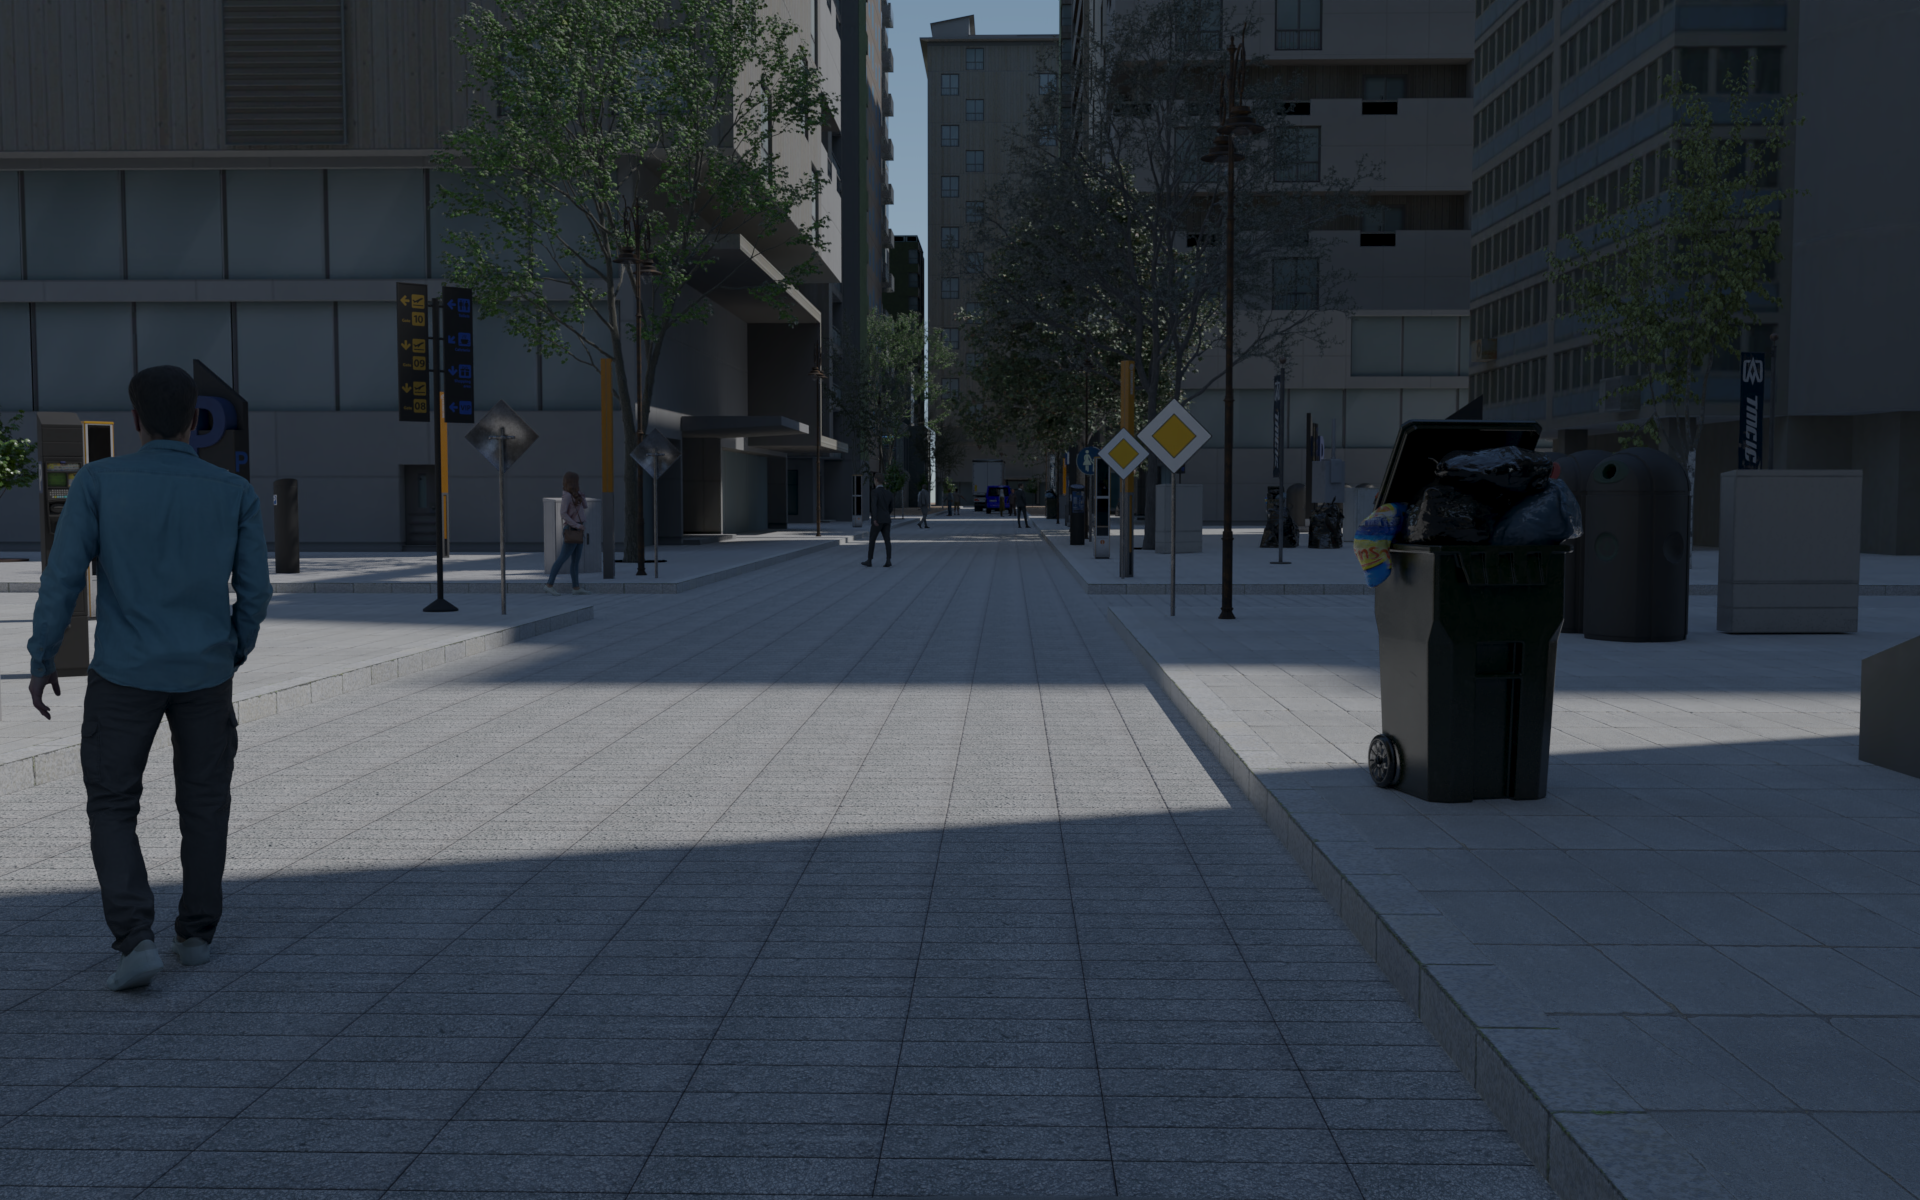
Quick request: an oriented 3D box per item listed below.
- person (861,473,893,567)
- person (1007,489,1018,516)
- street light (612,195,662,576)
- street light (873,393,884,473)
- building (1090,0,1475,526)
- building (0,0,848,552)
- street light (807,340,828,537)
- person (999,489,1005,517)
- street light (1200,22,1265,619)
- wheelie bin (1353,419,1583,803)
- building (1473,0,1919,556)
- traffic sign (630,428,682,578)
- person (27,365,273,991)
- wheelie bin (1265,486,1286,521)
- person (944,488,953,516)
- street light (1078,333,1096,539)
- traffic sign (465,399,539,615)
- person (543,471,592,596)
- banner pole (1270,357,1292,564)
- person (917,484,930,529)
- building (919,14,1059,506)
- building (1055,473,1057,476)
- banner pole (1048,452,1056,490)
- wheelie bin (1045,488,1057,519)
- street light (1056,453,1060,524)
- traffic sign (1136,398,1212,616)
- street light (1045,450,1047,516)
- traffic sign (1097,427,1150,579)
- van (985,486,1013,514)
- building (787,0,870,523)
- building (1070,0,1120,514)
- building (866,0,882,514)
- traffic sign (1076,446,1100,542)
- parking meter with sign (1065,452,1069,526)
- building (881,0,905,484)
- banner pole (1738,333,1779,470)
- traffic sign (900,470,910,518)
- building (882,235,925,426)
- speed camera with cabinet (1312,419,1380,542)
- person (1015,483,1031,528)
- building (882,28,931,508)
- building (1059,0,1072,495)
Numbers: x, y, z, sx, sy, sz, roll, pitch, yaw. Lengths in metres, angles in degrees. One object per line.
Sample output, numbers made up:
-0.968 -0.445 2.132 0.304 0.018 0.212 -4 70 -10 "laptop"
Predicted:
-1.619 -1.573 33.997 0.659 1.850 0.755 -3 5 -41 "person"
3.412 -6.315 112.299 0.990 1.755 0.434 3 5 39 "person"
-5.030 -3.326 27.161 0.468 5.910 1.993 0 4 2 "street light"
-3.585 -6.414 77.658 0.468 5.910 1.993 0 4 2 "street light"
20.131 -30.129 81.852 28.713 52.752 27.495 0 4 2 "building"
-17.840 -28.126 49.099 28.713 52.752 27.495 0 4 2 "building"
-4.270 -4.849 52.064 0.468 5.910 1.993 0 4 2 "street light"
2.731 -6.132 109.481 0.721 1.736 1.217 0 4 3 "person"
2.745 -2.743 17.636 0.468 5.910 1.993 0 4 2 "street light"
2.203 0.030 7.412 0.980 1.594 0.693 -1 4 -12 "wheelie bin"
27.228 -21.484 43.142 23.993 40.220 32.217 0 4 2 "building"
-4.629 -1.390 26.365 0.795 2.450 0.064 0 4 2 "traffic sign"
-2.387 0.206 5.153 0.660 1.820 0.620 -3 4 -37 "person"
12.474 -3.694 68.311 0.980 1.594 0.693 1 4 20 "wheelie bin"
-0.703 -6.378 112.866 0.705 1.814 1.350 -1 4 -23 "person"
3.582 -4.664 49.037 0.468 5.910 1.993 0 4 2 "street light"
-4.855 -0.902 18.383 0.795 2.450 0.064 0 4 2 "traffic sign"
-5.577 -0.946 24.565 0.643 1.750 0.593 0 4 -4 "person"
5.882 -2.566 31.976 0.401 3.779 0.863 0 4 -4 "banner pole"
-1.486 -3.881 72.048 0.679 1.850 0.850 3 5 41 "person"
9.818 -37.346 199.838 27.495 52.752 28.713 0 4 2 "building"
20.969 -32.995 159.075 23.786 49.044 30.456 0 4 2 "building"
5.044 -6.492 96.164 0.401 3.779 0.863 -2 4 -34 "banner pole"
4.670 -4.939 88.655 0.693 1.594 0.980 0 4 -2 "wheelie bin"
4.217 -6.214 74.387 0.468 5.910 1.993 0 4 2 "street light"
2.236 -0.888 18.162 0.795 2.450 0.064 0 4 2 "traffic sign"
4.953 -7.747 99.449 0.468 5.910 1.993 0 4 2 "street light"
2.462 -1.376 26.144 0.795 2.450 0.064 0 4 2 "traffic sign"
2.893 -7.481 126.692 2.240 2.365 5.245 0 4 3 "van"
-11.695 -24.124 78.025 14.154 41.232 14.086 0 4 2 "building"
18.633 -30.255 118.379 21.300 48.544 21.600 0 4 2 "building"
-12.327 -28.034 108.472 14.600 45.320 14.200 0 4 2 "building"
3.497 -2.829 46.367 0.768 2.556 0.104 0 4 8 "traffic sign"
4.489 -4.519 70.147 0.543 3.016 1.738 0 4 6 "parking meter with sign"
-16.620 -31.286 131.127 23.786 49.044 30.456 0 4 2 "building"
12.427 -2.258 26.936 0.863 3.779 0.401 -1 4 -17 "banner pole"
-2.962 -5.484 89.762 0.768 2.556 0.104 0 4 4 "traffic sign"
-11.153 -25.879 194.815 14.107 30.474 14.160 0 4 2 "building"
10.300 -3.156 45.936 2.038 3.252 0.660 -2 4 -29 "speed camera with cabinet"
2.643 -4.003 73.316 0.648 1.900 0.474 3 5 41 "person"
-18.789 -52.020 163.191 31.000 86.520 22.319 0 4 2 "building"
14.749 -27.724 136.887 14.154 41.232 14.086 0 4 2 "building"
